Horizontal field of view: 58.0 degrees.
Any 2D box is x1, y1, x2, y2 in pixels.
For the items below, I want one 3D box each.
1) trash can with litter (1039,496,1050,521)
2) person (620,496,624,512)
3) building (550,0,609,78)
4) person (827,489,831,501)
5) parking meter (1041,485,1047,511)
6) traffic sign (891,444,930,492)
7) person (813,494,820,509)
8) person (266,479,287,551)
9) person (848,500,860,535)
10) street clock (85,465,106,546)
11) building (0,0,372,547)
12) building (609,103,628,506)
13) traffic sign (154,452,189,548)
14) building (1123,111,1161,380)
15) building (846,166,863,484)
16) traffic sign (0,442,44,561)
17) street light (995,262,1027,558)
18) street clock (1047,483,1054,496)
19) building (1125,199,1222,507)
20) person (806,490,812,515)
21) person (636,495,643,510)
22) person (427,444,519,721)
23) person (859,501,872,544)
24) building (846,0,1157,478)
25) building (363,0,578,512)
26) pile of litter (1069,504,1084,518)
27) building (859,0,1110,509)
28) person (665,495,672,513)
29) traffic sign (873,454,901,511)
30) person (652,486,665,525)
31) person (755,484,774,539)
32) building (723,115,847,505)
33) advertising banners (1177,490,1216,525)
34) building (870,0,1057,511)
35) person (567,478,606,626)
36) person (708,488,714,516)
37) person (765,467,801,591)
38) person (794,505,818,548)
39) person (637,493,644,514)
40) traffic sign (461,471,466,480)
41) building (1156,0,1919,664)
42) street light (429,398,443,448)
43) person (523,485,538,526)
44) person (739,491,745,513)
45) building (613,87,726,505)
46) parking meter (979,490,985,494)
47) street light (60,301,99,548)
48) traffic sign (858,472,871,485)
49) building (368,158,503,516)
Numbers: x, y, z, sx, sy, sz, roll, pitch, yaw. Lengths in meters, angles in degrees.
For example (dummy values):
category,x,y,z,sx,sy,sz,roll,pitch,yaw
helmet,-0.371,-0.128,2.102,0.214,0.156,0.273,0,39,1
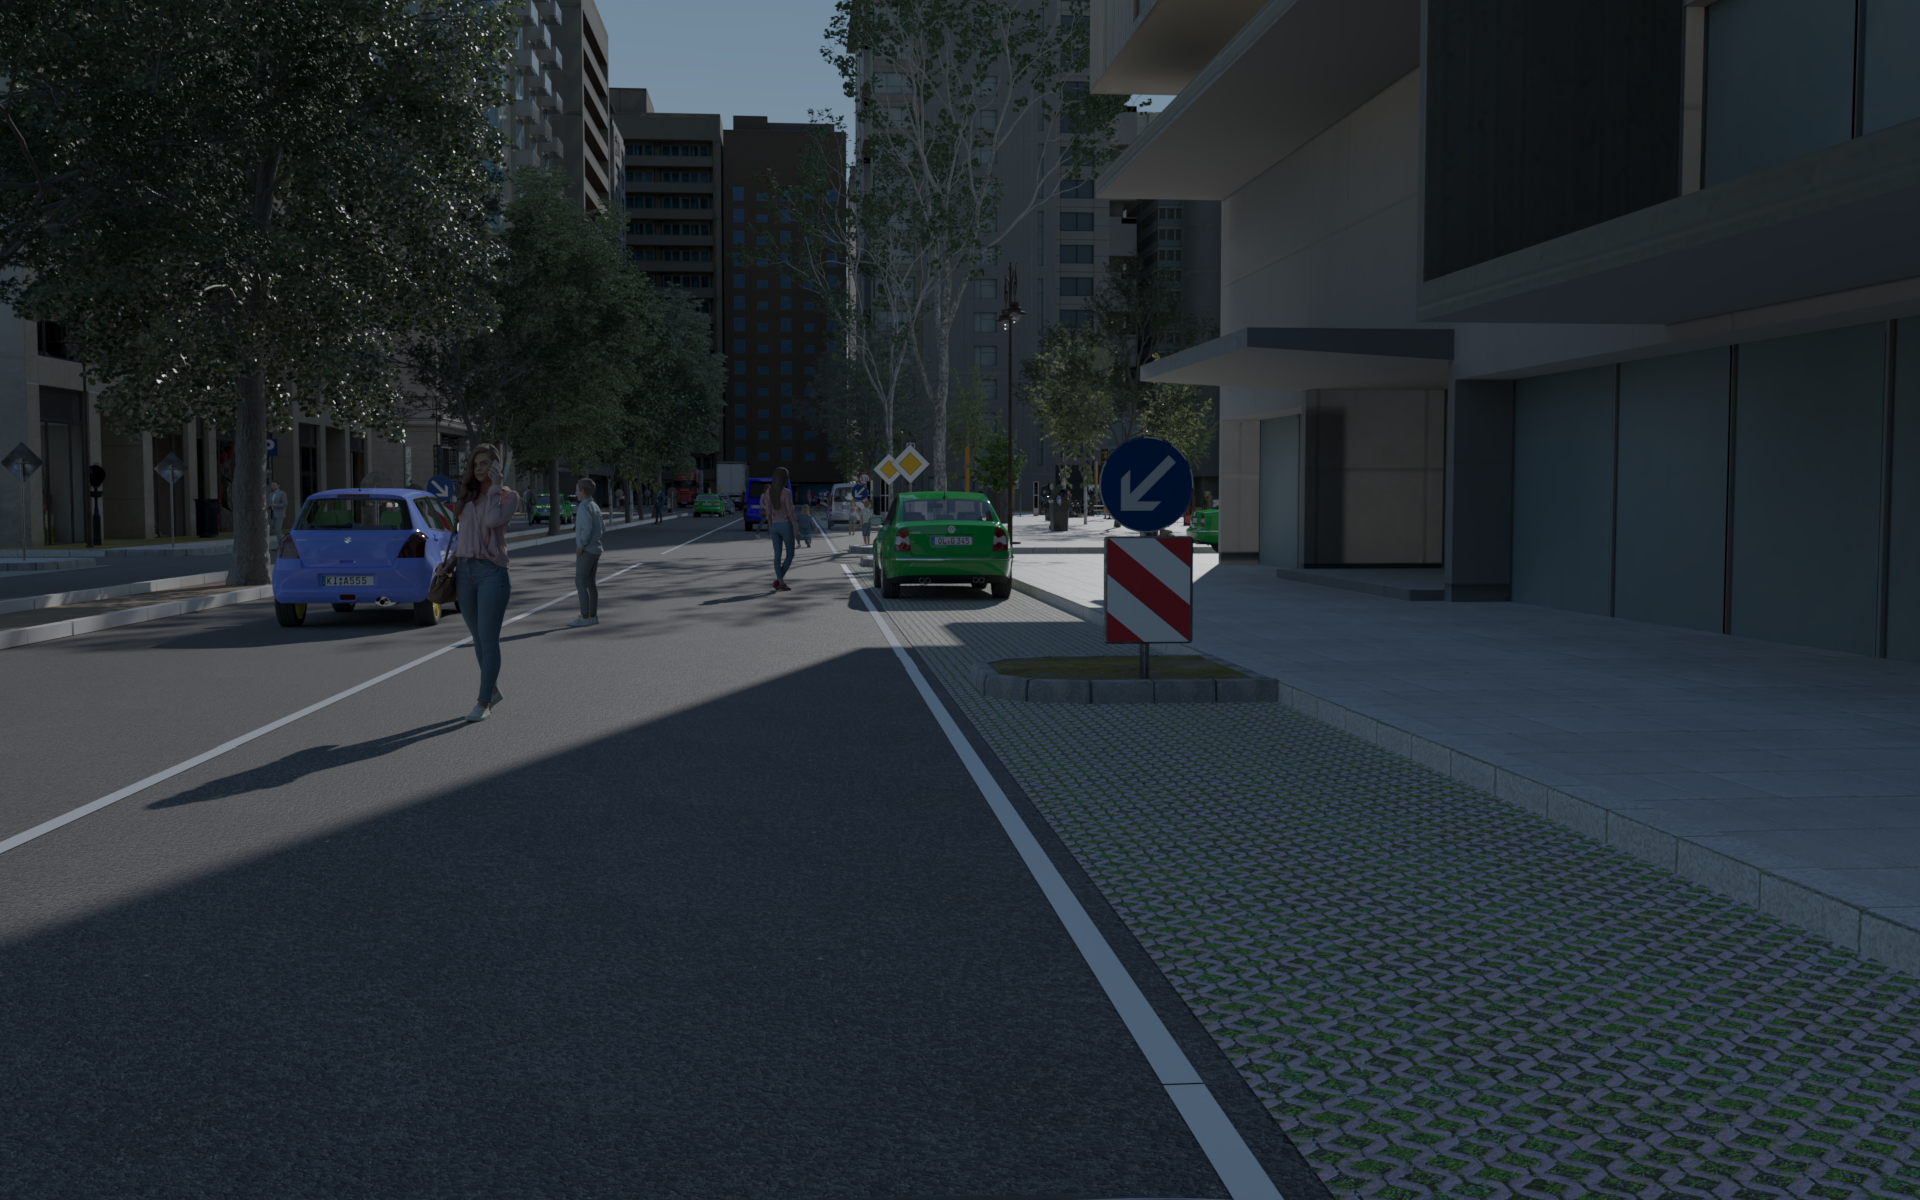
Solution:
category,x,y,z,sx,sy,sz,roll,pitch,yaw
trash can with litter,4.446,-4.315,81.932,0.624,1.170,1.055,-3,5,-41
person,-26.362,-7.596,135.887,0.628,1.438,0.799,0,4,1
building,-43.210,-32.507,155.196,21.300,48.544,21.600,0,4,-5
person,-10.556,-8.044,140.028,0.705,1.823,1.348,-1,4,-21
parking meter,5.331,-6.366,109.794,0.399,1.863,0.255,0,4,-4
traffic sign,-1.003,-1.911,34.890,0.795,2.450,0.064,0,4,-5
person,-12.463,-8.496,150.640,0.697,1.427,0.421,2,4,35
person,-17.198,-2.126,43.454,0.606,1.804,0.583,2,4,24
person,-3.642,-2.837,59.906,0.505,1.210,0.382,1,4,17
street clock,-21.528,-2.361,43.166,0.471,2.002,0.358,-2,4,-24
building,-33.617,-15.449,57.101,19.350,26.468,34.151,0,4,-5
building,-42.532,-30.518,182.561,14.086,41.232,14.154,0,4,-5
traffic sign,-18.773,-2.301,41.264,0.795,2.450,0.064,0,4,-5
building,29.353,-36.559,217.343,30.456,49.044,23.786,0,4,-5
building,-6.512,-32.162,209.446,14.086,41.232,14.154,0,4,-5
traffic sign,-18.024,-1.815,33.314,0.795,2.450,0.064,0,4,-5
street light,1.006,-3.785,34.677,0.468,5.910,1.993,0,4,-5
street clock,5.983,-6.746,114.863,0.358,2.002,0.471,3,4,36
building,29.798,-29.840,179.766,23.993,40.220,32.217,0,4,-5
person,-10.472,-6.842,121.083,0.721,1.743,1.217,0,4,2
person,-28.613,-8.924,154.280,0.709,1.838,0.599,1,4,16
person,-3.058,-0.125,11.138,0.593,1.750,0.643,1,4,22
person,-2.499,-1.993,45.776,0.332,1.250,0.352,1,4,14
building,3.041,-36.111,179.657,28.713,52.752,27.495,0,4,-5
building,-41.924,-31.168,129.198,23.786,49.044,30.456,0,4,-5
pile of litter,6.135,-4.878,93.724,1.176,0.858,1.719,0,4,-1
building,1.446,-43.799,154.362,20.563,71.187,20.611,0,4,-5
person,-22.179,-7.502,131.873,0.721,1.735,1.217,2,4,26
traffic sign,-1.752,-2.397,42.840,0.795,2.450,0.064,0,4,-5
person,-14.103,-4.434,81.174,0.721,1.800,0.419,3,5,43
person,-6.289,-2.861,55.861,0.643,1.750,0.593,3,5,40
building,-20.938,-34.163,208.676,14.200,45.320,14.600,0,4,-5
advertising banners,9.467,-4.589,71.220,2.074,3.025,0.090,0,3,0
building,-0.131,-27.762,137.505,14.154,41.232,14.086,0,4,-5
person,-4.094,-0.533,19.023,0.330,1.601,0.589,1,4,16
person,-16.082,-6.317,111.556,0.659,1.850,0.755,1,4,10
person,-2.610,-1.046,25.610,0.555,1.821,0.388,1,4,21
person,-4.298,-1.989,46.511,1.012,1.151,0.738,-1,4,-10
person,-23.418,-7.257,126.776,0.705,1.869,1.348,-2,4,-24
traffic sign,-24.870,-5.357,87.699,0.768,2.556,0.104,0,4,-5
building,16.936,-26.297,19.202,28.713,52.752,27.495,0,4,-5
street light,-24.538,-6.637,81.307,0.468,5.910,1.993,0,4,-5
person,-19.351,-4.248,78.056,0.679,1.850,0.850,0,4,-3
person,-16.706,-7.533,133.135,0.593,1.643,0.415,-1,4,-13
building,-39.088,-35.884,210.399,21.600,48.544,21.300,0,4,-5
parking meter,1.458,-6.543,115.384,0.372,1.533,0.369,0,3,0
street light,-20.816,-4.187,41.244,0.468,5.910,1.993,0,4,-5
traffic sign,-5.631,-6.243,102.182,0.768,2.556,0.104,0,4,-1
building,-32.898,-14.914,94.752,10.553,20.767,40.483,0,4,-5
